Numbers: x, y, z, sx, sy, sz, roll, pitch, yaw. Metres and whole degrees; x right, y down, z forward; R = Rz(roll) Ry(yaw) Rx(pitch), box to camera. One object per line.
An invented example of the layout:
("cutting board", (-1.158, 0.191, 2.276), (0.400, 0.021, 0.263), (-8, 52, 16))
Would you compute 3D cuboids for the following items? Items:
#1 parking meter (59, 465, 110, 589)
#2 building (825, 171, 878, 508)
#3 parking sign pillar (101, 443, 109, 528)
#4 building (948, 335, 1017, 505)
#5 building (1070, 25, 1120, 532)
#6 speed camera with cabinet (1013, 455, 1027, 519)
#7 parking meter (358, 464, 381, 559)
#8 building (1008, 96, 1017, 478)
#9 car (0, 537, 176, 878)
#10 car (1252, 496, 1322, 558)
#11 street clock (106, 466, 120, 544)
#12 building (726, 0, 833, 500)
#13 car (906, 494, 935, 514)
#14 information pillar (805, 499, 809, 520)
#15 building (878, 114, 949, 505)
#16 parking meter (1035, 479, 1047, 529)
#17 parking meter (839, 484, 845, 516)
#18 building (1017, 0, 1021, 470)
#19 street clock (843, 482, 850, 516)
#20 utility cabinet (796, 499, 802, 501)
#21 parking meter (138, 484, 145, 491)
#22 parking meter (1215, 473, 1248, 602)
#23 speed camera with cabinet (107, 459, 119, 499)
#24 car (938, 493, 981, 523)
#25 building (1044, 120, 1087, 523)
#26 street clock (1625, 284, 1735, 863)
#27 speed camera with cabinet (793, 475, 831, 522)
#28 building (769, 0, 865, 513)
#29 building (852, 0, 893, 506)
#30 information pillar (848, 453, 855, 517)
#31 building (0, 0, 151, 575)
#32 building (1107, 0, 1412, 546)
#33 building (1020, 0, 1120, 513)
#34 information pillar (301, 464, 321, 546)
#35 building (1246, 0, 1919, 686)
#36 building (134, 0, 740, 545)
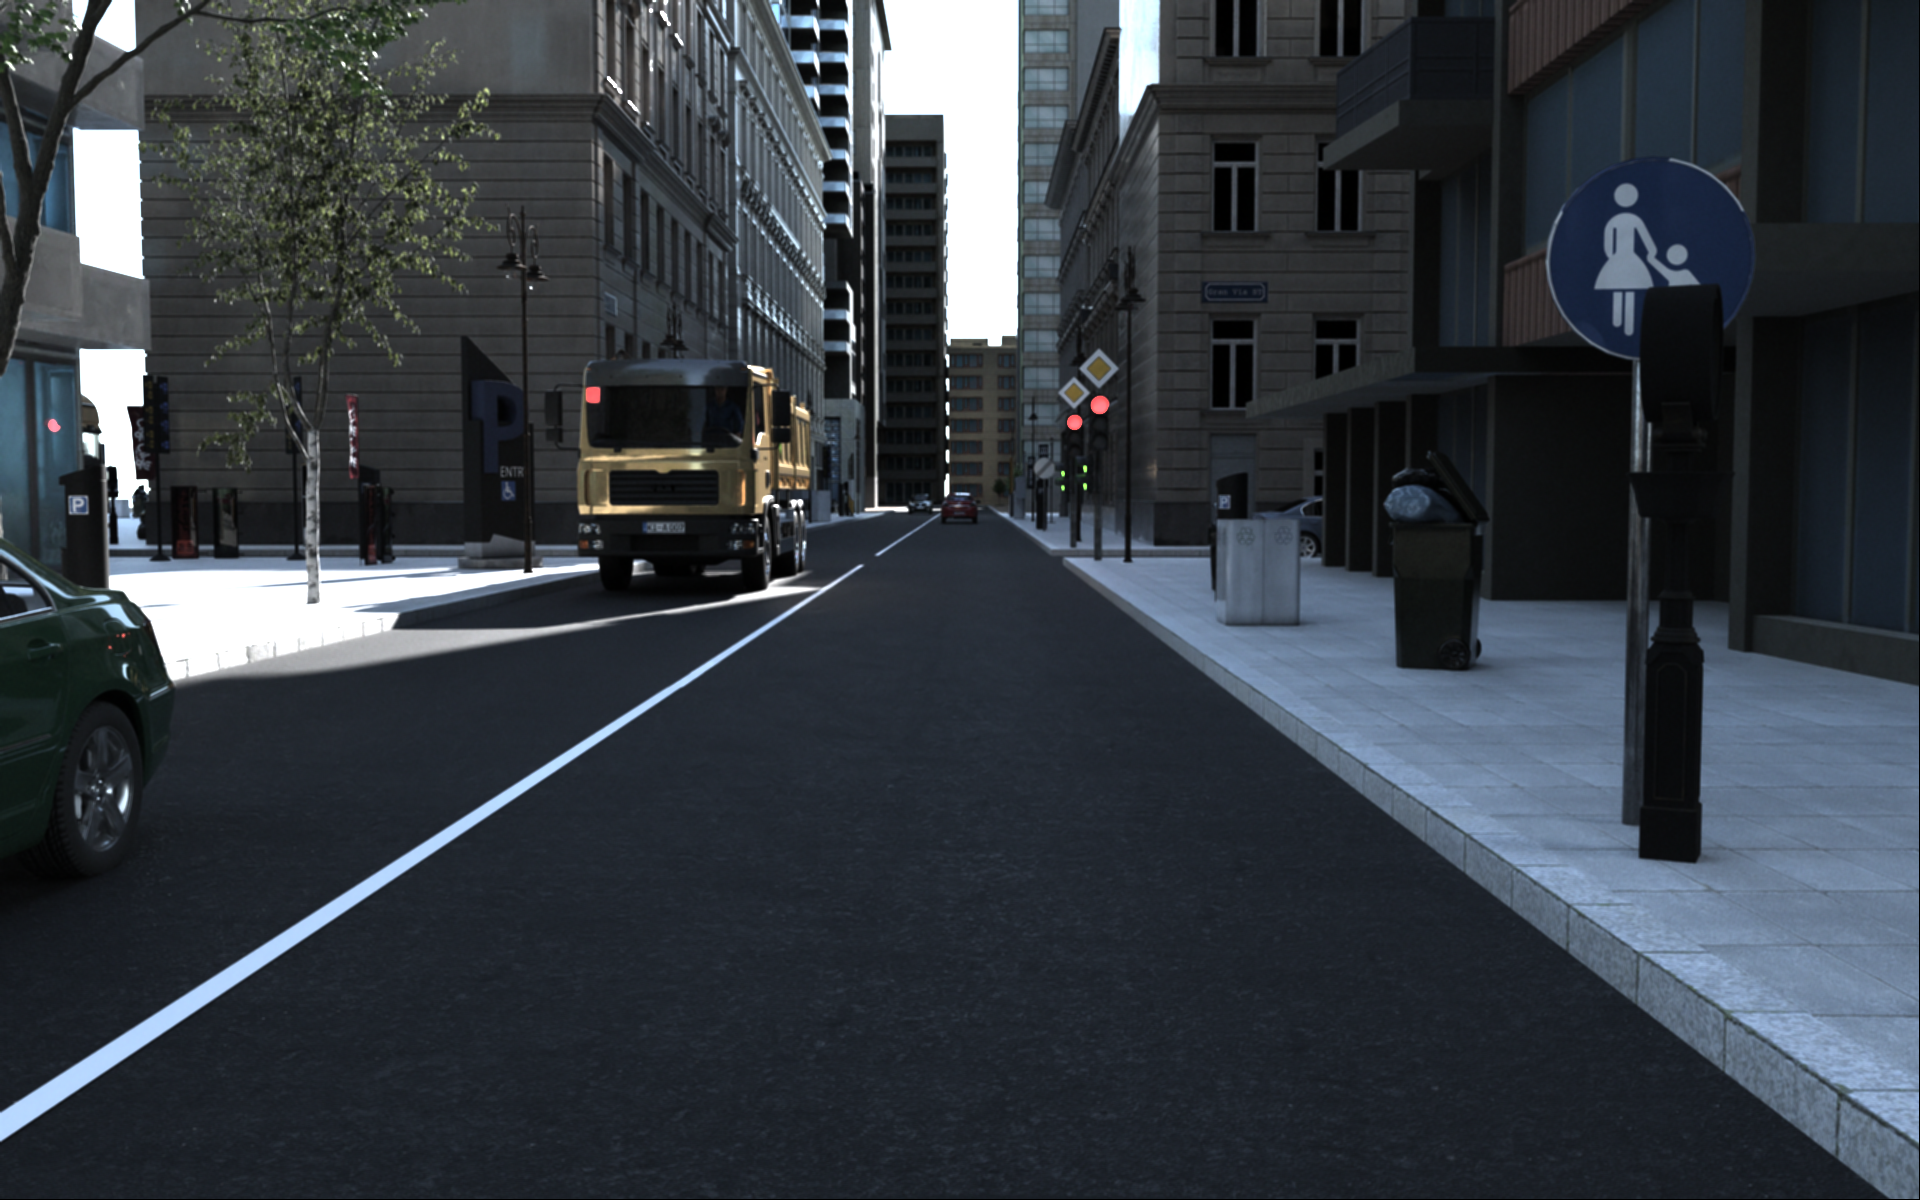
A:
("parking meter", (-7.596, -0.405, 15.038), (0.372, 1.533, 0.369), (0, 3, 0))
("building", (-14.782, -23.416, 154.549), (14.160, 30.474, 14.107), (0, 4, 0))
("parking sign pillar", (-33.104, -4.754, 66.200), (1.447, 3.967, 1.447), (3, 5, 45))
("building", (13.178, -22.627, 214.994), (28.899, 21.520, 27.650), (0, 4, 0))
("building", (9.986, -12.300, 65.732), (10.561, 19.102, 19.286), (0, 4, 0))
("speed camera with cabinet", (3.047, -5.794, 89.060), (0.660, 3.252, 2.038), (0, 4, -2))
("parking meter", (-11.649, -1.743, 34.211), (0.399, 1.863, 0.255), (0, 4, 6))
("building", (16.980, -34.016, 175.768), (23.786, 49.044, 30.456), (0, 4, 0))
("car", (-4.101, 0.406, 5.165), (2.131, 1.459, 4.920), (0, 4, -1))
("car", (8.475, -1.540, 37.182), (4.499, 1.417, 2.014), (0, 4, 0))
("street clock", (-21.749, -2.440, 44.462), (0.358, 2.002, 0.471), (-2, 4, -32))
("building", (-16.622, -19.186, 90.108), (17.030, 29.872, 44.131), (0, 4, 0))
("car", (-2.811, -6.958, 123.547), (2.009, 1.686, 4.222), (0, 4, -1))
("information pillar", (-7.712, -5.039, 86.883), (0.304, 2.012, 0.304), (2, 4, 32))
("building", (-12.275, -35.947, 211.438), (21.600, 48.544, 21.300), (0, 4, 0))
("parking meter", (2.962, -3.516, 63.199), (0.399, 1.863, 0.255), (1, 4, 15))
("parking meter", (-6.804, -5.750, 99.724), (0.255, 1.863, 0.399), (1, 4, 20))
("building", (15.312, -36.912, 145.503), (21.231, 58.520, 28.212), (0, 4, 0))
("street clock", (-6.508, -5.852, 100.247), (0.471, 2.002, 0.358), (-2, 4, -34))
("utility cabinet", (-7.536, -4.294, 81.375), (0.306, 1.237, 1.020), (0, 4, -1))
("parking meter", (-47.174, -5.754, 99.791), (0.399, 1.863, 0.255), (-1, 4, -21))
("parking meter", (3.230, -0.746, 20.611), (0.372, 1.533, 0.369), (0, 3, 0))
("speed camera with cabinet", (-48.176, -6.267, 96.801), (2.038, 3.252, 0.660), (-2, 4, -34))
("car", (-0.038, -4.709, 86.040), (2.155, 1.783, 4.494), (0, 4, 0))
("building", (10.023, -15.021, 96.507), (10.553, 20.767, 40.483), (0, 4, 0))
("street clock", (2.516, -0.092, 6.076), (0.358, 2.002, 0.471), (2, 4, 28))
("speed camera with cabinet", (-6.781, -5.205, 79.443), (0.660, 3.252, 2.038), (2, 4, 35))
("building", (-18.149, -50.011, 130.346), (22.319, 86.520, 31.000), (0, 4, 0))
("building", (-21.221, -35.932, 176.726), (27.495, 52.752, 28.713), (0, 4, 0))
("information pillar", (-6.211, -6.564, 98.673), (0.183, 3.616, 0.504), (-2, 4, -32))
("building", (-26.968, -24.316, 17.184), (30.456, 49.044, 23.786), (0, 4, 0))
("building", (16.933, -15.303, 47.468), (25.104, 27.353, 12.463), (0, 4, 0))
("building", (11.340, -26.994, 124.945), (14.154, 41.232, 14.086), (0, 4, 0))
("information pillar", (-15.937, -2.326, 42.529), (0.304, 2.012, 0.304), (3, 5, 40))
("building", (16.001, -22.163, 16.993), (22.147, 44.769, 28.867), (0, 4, 0))
("building", (-14.661, -15.758, 54.912), (12.463, 27.353, 25.104), (0, 4, 0))
